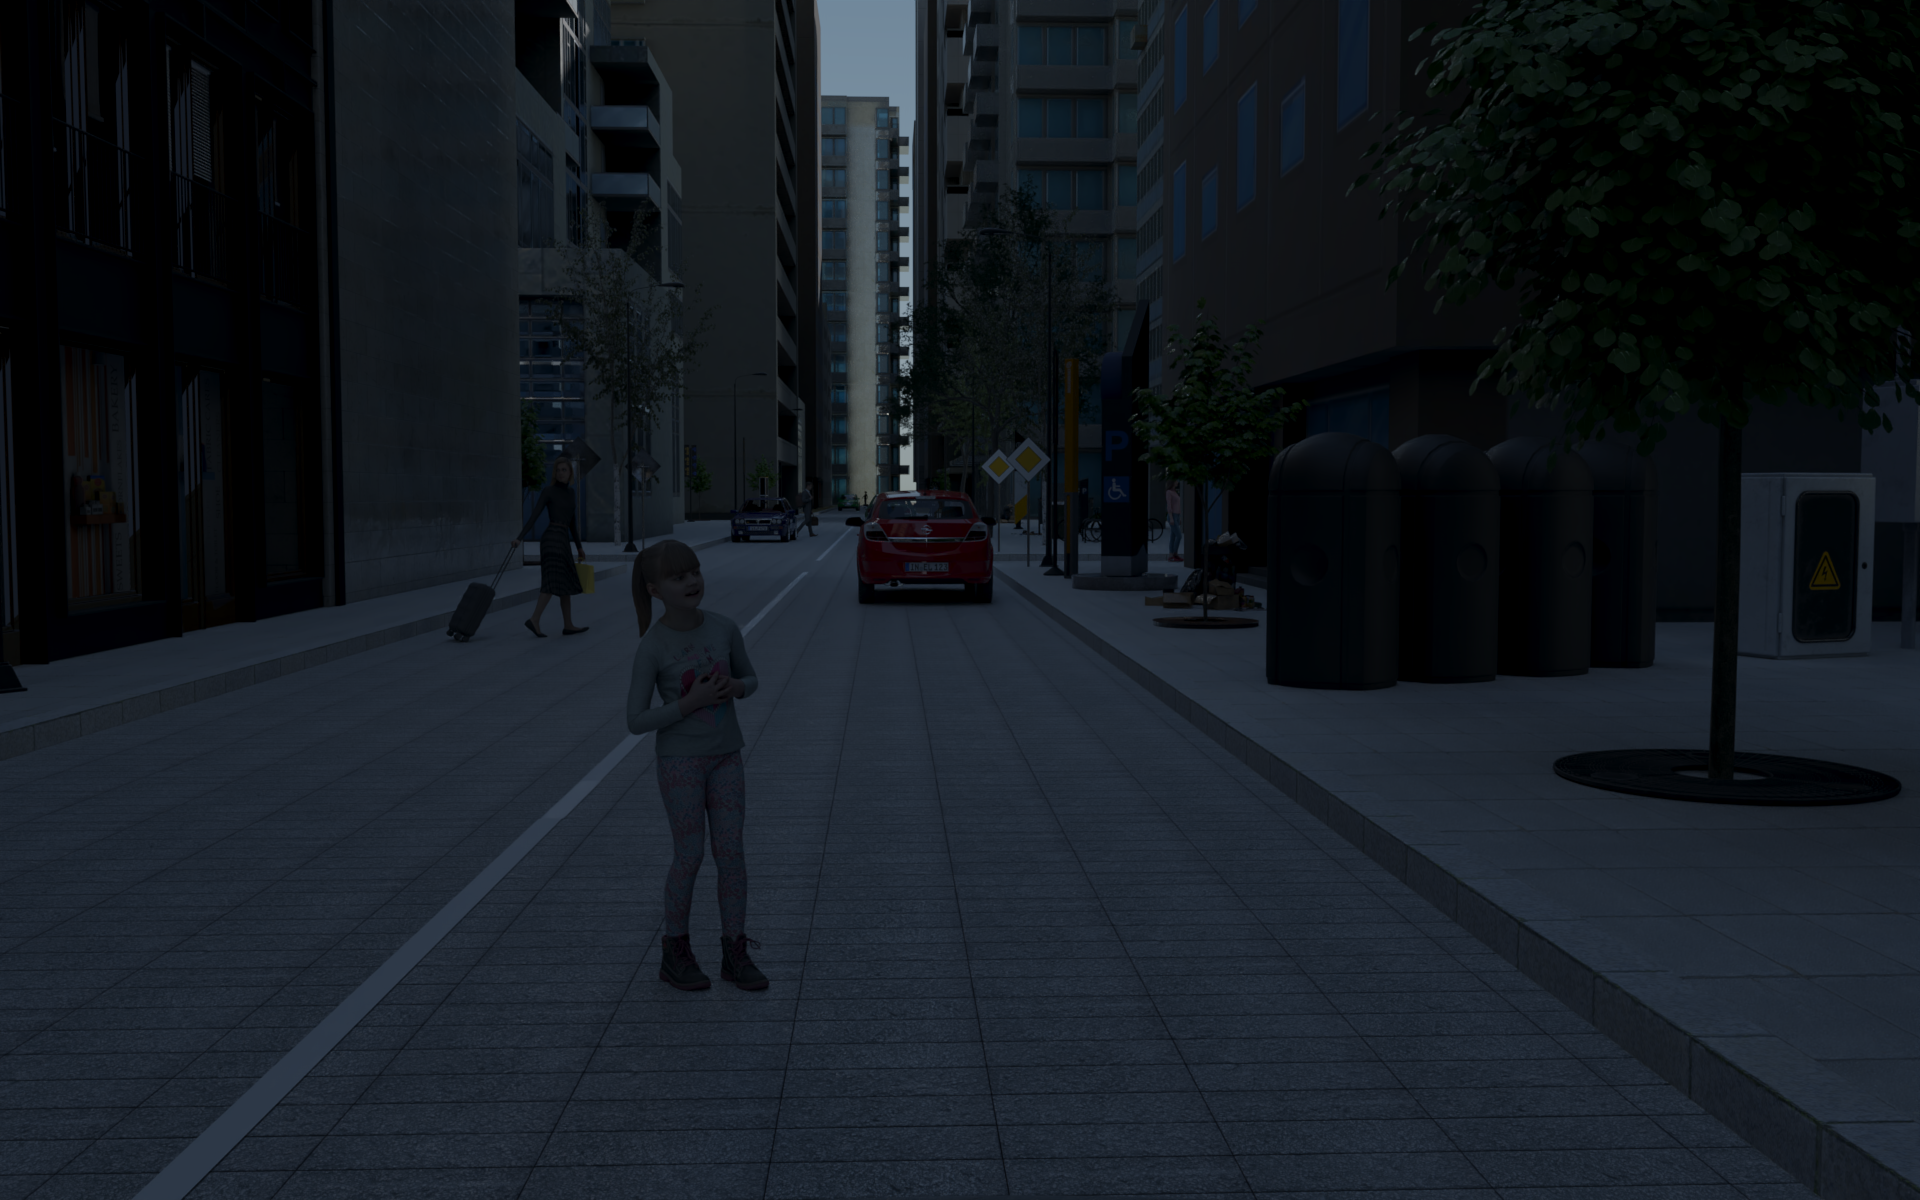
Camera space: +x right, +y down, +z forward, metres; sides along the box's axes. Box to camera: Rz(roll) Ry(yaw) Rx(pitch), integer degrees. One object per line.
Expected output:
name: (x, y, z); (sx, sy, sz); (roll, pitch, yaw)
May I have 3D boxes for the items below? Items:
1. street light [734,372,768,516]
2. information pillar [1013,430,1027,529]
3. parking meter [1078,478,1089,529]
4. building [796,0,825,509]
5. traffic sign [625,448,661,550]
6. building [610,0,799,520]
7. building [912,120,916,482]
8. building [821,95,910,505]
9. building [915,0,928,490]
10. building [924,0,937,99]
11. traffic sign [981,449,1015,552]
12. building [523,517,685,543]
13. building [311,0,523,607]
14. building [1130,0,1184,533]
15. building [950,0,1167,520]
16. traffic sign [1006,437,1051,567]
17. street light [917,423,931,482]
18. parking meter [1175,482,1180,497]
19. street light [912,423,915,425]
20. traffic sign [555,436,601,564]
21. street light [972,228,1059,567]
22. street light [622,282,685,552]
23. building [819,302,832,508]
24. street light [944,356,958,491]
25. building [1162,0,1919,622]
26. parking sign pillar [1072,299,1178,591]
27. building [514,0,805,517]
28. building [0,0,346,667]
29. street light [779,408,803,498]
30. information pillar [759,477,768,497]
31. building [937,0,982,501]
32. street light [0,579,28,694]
street light: (-8.045, -5.730, 66.229); (1.470, 5.913, 1.316); (0, 4, -2)
information pillar: (2.213, -4.390, 63.127); (0.504, 3.616, 0.183); (-1, 4, -11)
parking meter: (4.439, -3.494, 62.842); (0.399, 1.863, 0.255); (-2, 4, -25)
building: (-19.171, -30.591, 150.280); (14.600, 45.320, 14.200); (0, 4, -2)
traffic sign: (-6.977, -2.110, 38.135); (0.795, 2.450, 0.064); (0, 4, -2)
building: (-20.063, -28.745, 93.678); (21.300, 48.544, 21.600); (0, 4, -2)
building: (1.623, -33.844, 203.456); (14.200, 45.320, 14.600); (0, 4, -2)
building: (-21.351, -35.947, 207.342); (30.456, 49.044, 23.786); (0, 4, -2)
building: (6.000, -38.717, 175.015); (21.231, 58.520, 28.212); (0, 4, -2)
building: (3.877, -30.813, 153.908); (14.600, 45.320, 14.200); (0, 4, -2)
traffic sign: (0.861, -2.129, 38.446); (0.795, 2.450, 0.064); (0, 4, -2)
building: (-20.690, -45.600, 58.226); (22.319, 86.520, 31.000); (0, 4, -2)
building: (-15.753, -10.342, 23.849); (16.860, 20.320, 10.420); (0, 4, -2)
building: (18.508, -22.157, 54.150); (23.993, 40.220, 32.217); (0, 4, -2)
building: (11.607, -29.271, 98.194); (23.786, 49.044, 30.456); (0, 4, -2)
traffic sign: (1.201, -1.641, 30.469); (0.795, 2.450, 0.064); (0, 4, -2)
street light: (-1.263, -6.906, 85.459); (1.470, 5.913, 1.316); (0, 4, -2)
parking meter: (9.082, -4.104, 72.812); (0.255, 1.863, 0.399); (0, 4, -8)
street light: (-2.460, -8.620, 113.483); (1.470, 5.913, 1.316); (0, 4, -2)
traffic sign: (-6.637, -1.622, 30.157); (0.795, 2.450, 0.064); (0, 4, -2)
street light: (1.029, -3.539, 30.412); (1.470, 5.913, 1.316); (0, 4, -2)
street light: (-6.724, -4.007, 38.048); (1.470, 5.913, 1.316); (0, 4, -2)
building: (-27.904, -20.198, 175.273); (28.899, 21.520, 27.650); (0, 4, -2)
street light: (-0.104, -5.181, 57.248); (1.470, 5.913, 1.316); (0, 4, -2)
building: (10.776, -22.793, 22.774); (14.600, 45.320, 14.200); (0, 4, -2)
parking sign pillar: (2.246, -2.142, 23.496); (1.447, 3.967, 1.447); (1, 4, 16)
building: (-22.465, -49.763, 126.304); (22.319, 86.520, 31.000); (0, 4, -2)
building: (-12.904, -11.100, 11.157); (12.332, 23.373, 15.834); (0, 4, -2)
street light: (-9.216, -7.425, 93.939); (1.470, 5.913, 1.316); (0, 4, -2)
information pillar: (-8.415, -4.268, 74.279); (0.304, 2.012, 0.304); (1, 4, 13)
building: (12.020, -33.252, 132.910); (28.713, 52.752, 27.495); (0, 4, -2)
street light: (-5.712, -2.356, 11.067); (1.470, 5.913, 1.316); (0, 4, -2)
